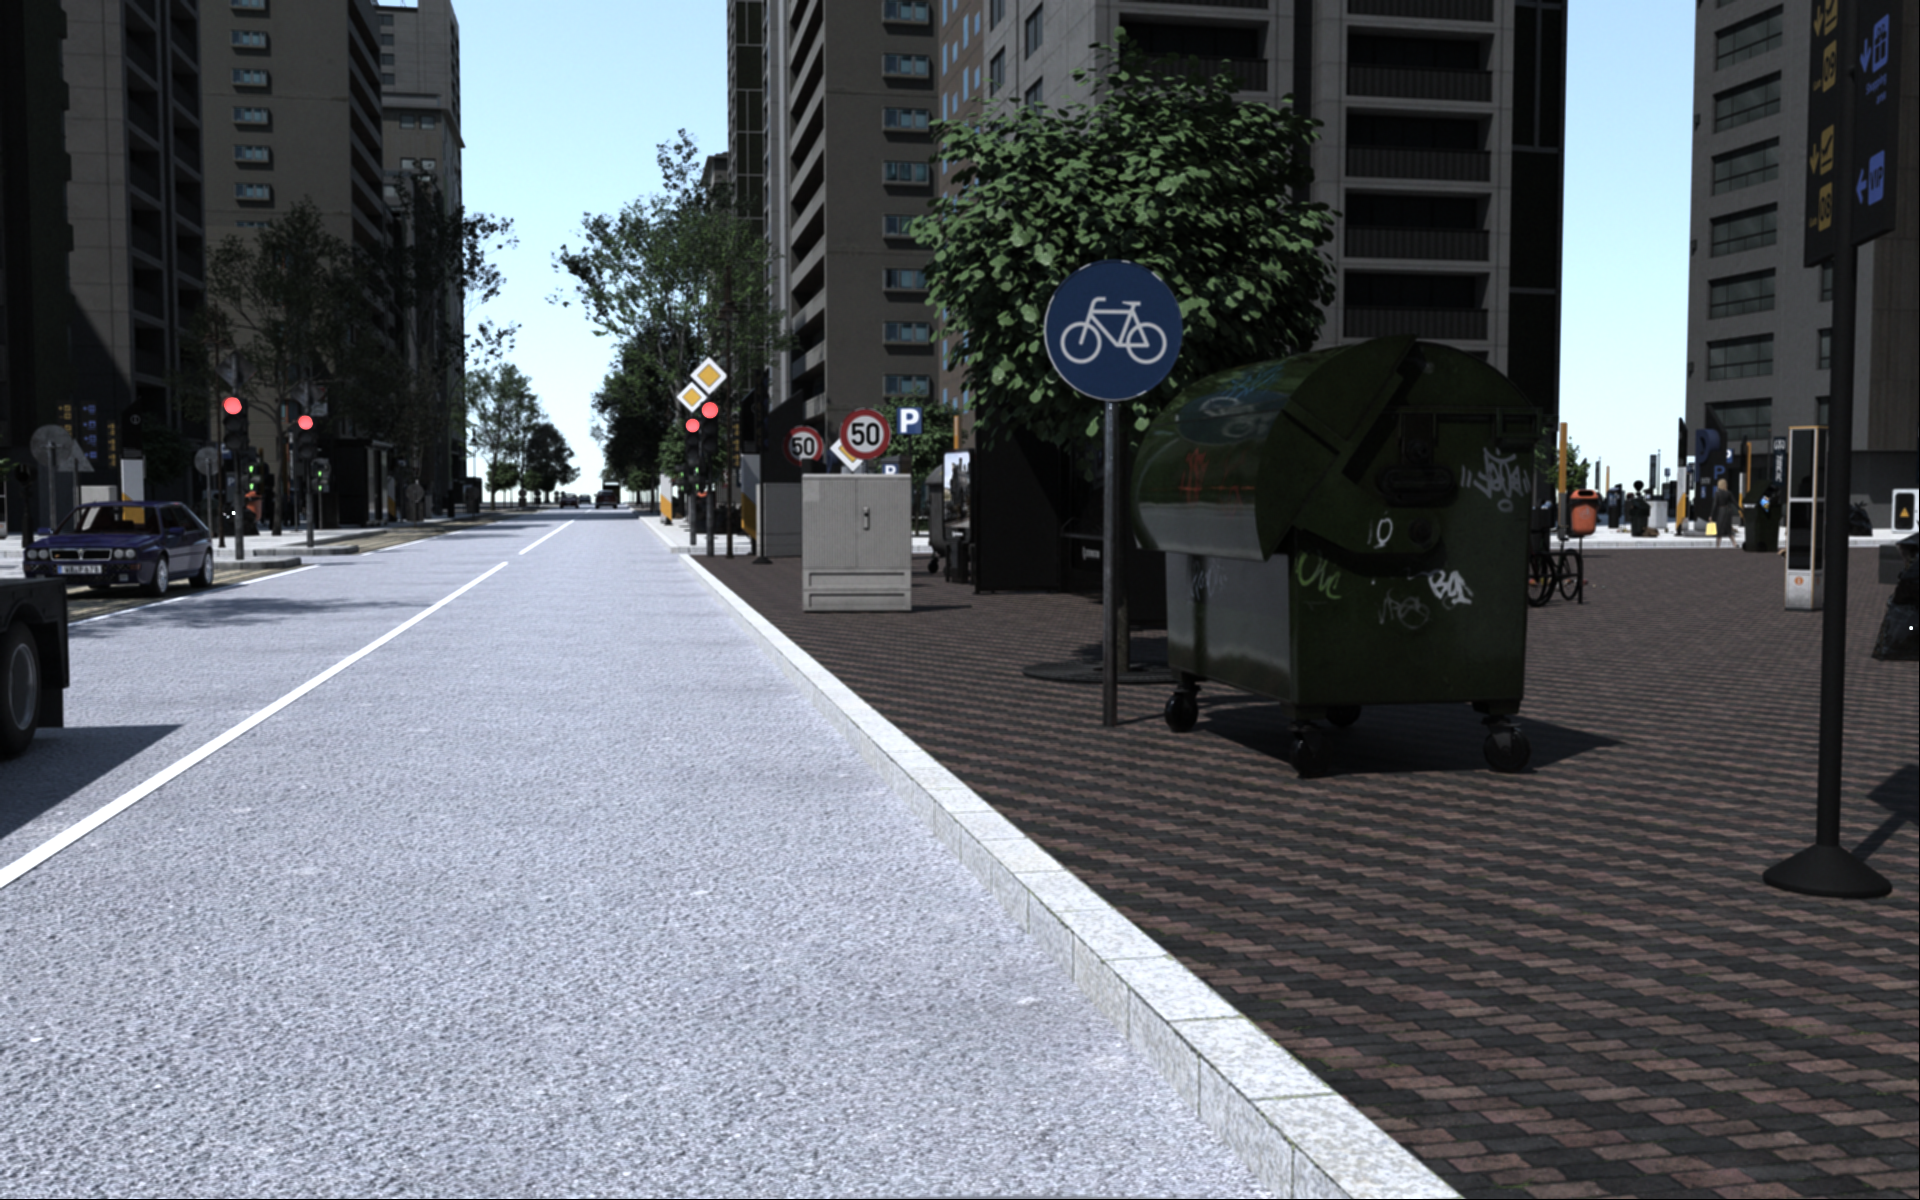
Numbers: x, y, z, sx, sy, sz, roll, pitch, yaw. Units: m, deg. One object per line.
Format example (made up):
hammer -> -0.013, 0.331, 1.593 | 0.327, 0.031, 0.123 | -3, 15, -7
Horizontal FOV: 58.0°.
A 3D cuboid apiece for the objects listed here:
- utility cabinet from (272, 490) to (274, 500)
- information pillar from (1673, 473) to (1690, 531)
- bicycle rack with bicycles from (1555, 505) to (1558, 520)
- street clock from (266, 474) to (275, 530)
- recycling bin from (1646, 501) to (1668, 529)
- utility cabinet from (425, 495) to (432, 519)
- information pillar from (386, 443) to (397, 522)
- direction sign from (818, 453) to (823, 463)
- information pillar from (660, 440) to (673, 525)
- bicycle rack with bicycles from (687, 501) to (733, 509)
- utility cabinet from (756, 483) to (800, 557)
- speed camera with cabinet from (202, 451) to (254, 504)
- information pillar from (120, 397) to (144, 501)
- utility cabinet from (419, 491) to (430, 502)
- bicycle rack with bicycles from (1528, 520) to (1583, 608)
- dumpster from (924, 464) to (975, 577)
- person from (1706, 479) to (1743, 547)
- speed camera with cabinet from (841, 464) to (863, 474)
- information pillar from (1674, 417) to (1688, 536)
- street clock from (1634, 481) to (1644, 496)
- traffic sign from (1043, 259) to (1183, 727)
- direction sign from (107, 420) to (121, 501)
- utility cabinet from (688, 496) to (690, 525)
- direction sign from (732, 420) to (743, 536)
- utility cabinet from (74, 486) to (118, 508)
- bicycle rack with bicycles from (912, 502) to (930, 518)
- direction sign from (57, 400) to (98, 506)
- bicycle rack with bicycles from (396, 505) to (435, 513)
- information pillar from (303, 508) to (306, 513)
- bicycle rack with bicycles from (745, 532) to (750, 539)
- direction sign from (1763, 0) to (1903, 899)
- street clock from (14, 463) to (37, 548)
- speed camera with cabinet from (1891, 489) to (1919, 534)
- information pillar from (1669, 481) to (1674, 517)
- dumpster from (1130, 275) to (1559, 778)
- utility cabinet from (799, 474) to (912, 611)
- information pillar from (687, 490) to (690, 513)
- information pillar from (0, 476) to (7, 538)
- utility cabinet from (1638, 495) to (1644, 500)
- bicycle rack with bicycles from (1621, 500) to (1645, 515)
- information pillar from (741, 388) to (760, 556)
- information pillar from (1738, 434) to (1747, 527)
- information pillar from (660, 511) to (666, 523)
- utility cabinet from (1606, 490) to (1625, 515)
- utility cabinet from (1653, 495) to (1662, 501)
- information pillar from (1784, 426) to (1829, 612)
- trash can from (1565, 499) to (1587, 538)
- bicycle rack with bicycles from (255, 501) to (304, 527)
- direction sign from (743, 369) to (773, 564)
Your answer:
utility cabinet -> -40.341, -5.655, 101.142 | 0.318, 1.500, 1.173 | -2, 4, -31
information pillar -> 25.180, -3.415, 60.330 | 0.304, 2.012, 0.304 | -2, 4, -27
bicycle rack with bicycles -> 27.977, -4.062, 79.793 | 2.852, 0.926, 2.925 | 3, 5, 40
street clock -> -24.688, -3.518, 62.093 | 0.358, 2.002, 0.471 | -1, 4, -17
recycling bin -> 25.599, -3.143, 63.936 | 0.722, 1.027, 0.722 | -2, 4, -31
utility cabinet -> -27.089, -4.716, 88.268 | 0.306, 1.237, 1.020 | -1, 4, -14
information pillar -> -26.214, -5.400, 79.647 | 0.183, 3.616, 0.504 | 3, 4, 37
direction sign -> -6.000, -4.931, 72.613 | 0.379, 3.537, 0.876 | 2, 4, 31
information pillar -> -12.074, -4.884, 71.205 | 0.504, 3.616, 0.183 | 0, 4, 5
bicycle rack with bicycles -> -12.251, -4.456, 86.234 | 2.852, 0.926, 2.925 | 1, 4, 16
utility cabinet -> -3.592, -1.623, 35.215 | 1.173, 1.500, 0.318 | -3, 5, -44
speed camera with cabinet -> -30.642, -4.782, 72.526 | 0.660, 3.252, 2.038 | 2, 4, 33
information pillar -> -19.834, -3.069, 41.539 | 0.183, 3.616, 0.504 | 3, 5, 45
utility cabinet -> -33.685, -6.088, 108.215 | 0.318, 1.500, 1.173 | 3, 4, 39
bicycle rack with bicycles -> 6.233, -0.433, 20.455 | 2.925, 0.926, 2.852 | -2, 4, -27
dumpster -> 0.202, -1.330, 27.500 | 1.264, 1.857, 1.865 | -1, 4, -11
person -> 19.123, -2.064, 42.470 | 1.509, 1.804, 0.699 | 2, 4, 27
speed camera with cabinet -> -2.719, -3.706, 54.934 | 2.038, 3.252, 0.660 | -1, 4, -23
information pillar -> 21.953, -3.751, 52.683 | 0.183, 3.616, 0.504 | 0, 4, 1
street clock -> 36.363, -5.399, 92.848 | 0.471, 2.002, 0.358 | 3, 4, 37
traffic sign -> 0.831, -0.575, 9.510 | 0.768, 2.556, 0.104 | 0, 4, -5
direction sign -> -25.691, -3.727, 52.940 | 0.876, 3.537, 0.379 | 1, 4, 22
utility cabinet -> -10.982, -3.705, 71.744 | 0.306, 1.237, 1.020 | -2, 4, -27
direction sign -> -6.686, -3.745, 53.231 | 0.876, 3.537, 0.379 | 3, 4, 39
utility cabinet -> -23.226, -2.316, 46.546 | 1.173, 1.500, 0.318 | 1, 4, 17
bicycle rack with bicycles -> -1.198, -4.162, 81.433 | 2.852, 0.926, 2.925 | -1, 4, -11
direction sign -> -21.323, -3.053, 41.911 | 0.876, 3.537, 0.379 | -1, 4, -13
bicycle rack with bicycles -> -33.335, -5.693, 106.461 | 2.925, 0.926, 2.852 | -3, 4, -39
information pillar -> -42.481, -6.599, 112.384 | 0.304, 2.012, 0.304 | -1, 4, -17
bicycle rack with bicycles -> -4.427, -2.151, 48.546 | 2.852, 0.926, 2.925 | -2, 4, -30
direction sign -> 2.838, -0.830, 5.565 | 0.379, 3.537, 0.876 | 1, 4, 12
street clock -> -22.144, -2.234, 41.103 | 0.471, 2.002, 0.358 | 1, 4, 17
speed camera with cabinet -> 31.373, -3.782, 56.171 | 0.660, 3.252, 2.038 | -2, 4, -29
information pillar -> 39.117, -5.534, 94.966 | 0.304, 2.012, 0.304 | -1, 4, -21
dumpster -> 1.838, -0.374, 8.603 | 1.502, 2.255, 1.985 | -1, 4, -11
utility cabinet -> -1.115, -0.617, 18.771 | 1.173, 1.500, 0.318 | 0, 4, -3
information pillar -> -18.442, -6.938, 117.925 | 0.304, 2.012, 0.304 | -2, 4, -27
information pillar -> -28.299, -2.848, 51.061 | 0.304, 2.012, 0.304 | -2, 4, -34
utility cabinet -> 34.511, -4.685, 87.756 | 0.306, 1.237, 1.020 | 1, 4, 22
bicycle rack with bicycles -> 41.426, -5.556, 104.226 | 2.925, 0.926, 2.852 | 2, 4, 30
information pillar -> -4.337, -2.740, 36.156 | 0.504, 3.616, 0.183 | -3, 5, -40
information pillar -> 30.596, -4.669, 67.688 | 0.183, 3.616, 0.504 | 3, 5, 40
information pillar -> -12.968, -4.380, 76.100 | 0.304, 2.012, 0.304 | 1, 4, 16
utility cabinet -> 40.388, -5.995, 106.699 | 1.173, 1.500, 0.318 | -1, 4, -23
utility cabinet -> 41.029, -5.511, 101.260 | 1.020, 1.237, 0.306 | 1, 4, 13
information pillar -> 9.245, -0.883, 18.926 | 0.304, 2.012, 0.304 | -3, 5, -43
trash can -> 18.135, -2.403, 50.944 | 0.748, 1.137, 0.748 | 0, 3, 0
bicycle rack with bicycles -> -27.489, -3.249, 66.504 | 2.925, 0.926, 2.852 | 2, 4, 26
direction sign -> -3.640, -2.435, 31.805 | 0.379, 3.537, 0.876 | 0, 4, 8
